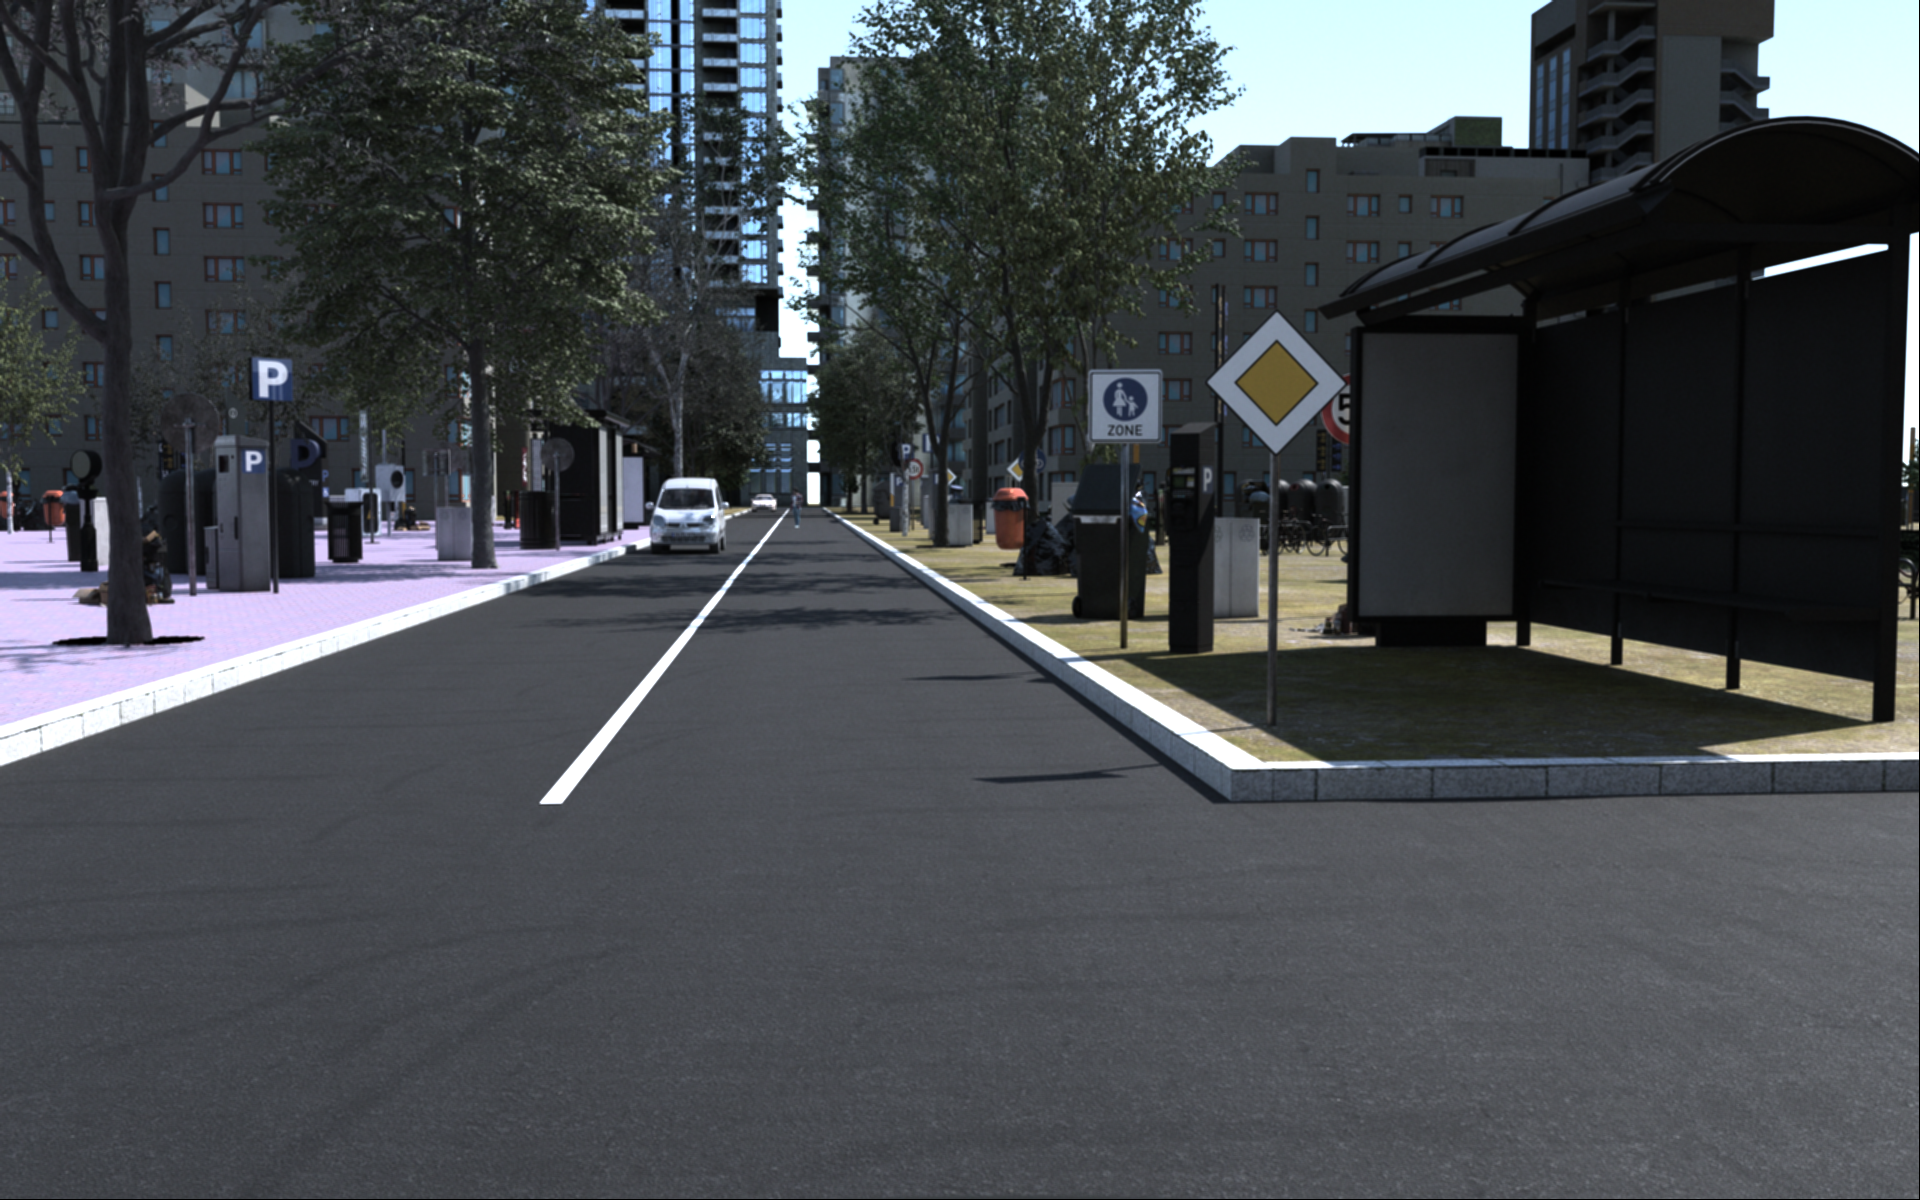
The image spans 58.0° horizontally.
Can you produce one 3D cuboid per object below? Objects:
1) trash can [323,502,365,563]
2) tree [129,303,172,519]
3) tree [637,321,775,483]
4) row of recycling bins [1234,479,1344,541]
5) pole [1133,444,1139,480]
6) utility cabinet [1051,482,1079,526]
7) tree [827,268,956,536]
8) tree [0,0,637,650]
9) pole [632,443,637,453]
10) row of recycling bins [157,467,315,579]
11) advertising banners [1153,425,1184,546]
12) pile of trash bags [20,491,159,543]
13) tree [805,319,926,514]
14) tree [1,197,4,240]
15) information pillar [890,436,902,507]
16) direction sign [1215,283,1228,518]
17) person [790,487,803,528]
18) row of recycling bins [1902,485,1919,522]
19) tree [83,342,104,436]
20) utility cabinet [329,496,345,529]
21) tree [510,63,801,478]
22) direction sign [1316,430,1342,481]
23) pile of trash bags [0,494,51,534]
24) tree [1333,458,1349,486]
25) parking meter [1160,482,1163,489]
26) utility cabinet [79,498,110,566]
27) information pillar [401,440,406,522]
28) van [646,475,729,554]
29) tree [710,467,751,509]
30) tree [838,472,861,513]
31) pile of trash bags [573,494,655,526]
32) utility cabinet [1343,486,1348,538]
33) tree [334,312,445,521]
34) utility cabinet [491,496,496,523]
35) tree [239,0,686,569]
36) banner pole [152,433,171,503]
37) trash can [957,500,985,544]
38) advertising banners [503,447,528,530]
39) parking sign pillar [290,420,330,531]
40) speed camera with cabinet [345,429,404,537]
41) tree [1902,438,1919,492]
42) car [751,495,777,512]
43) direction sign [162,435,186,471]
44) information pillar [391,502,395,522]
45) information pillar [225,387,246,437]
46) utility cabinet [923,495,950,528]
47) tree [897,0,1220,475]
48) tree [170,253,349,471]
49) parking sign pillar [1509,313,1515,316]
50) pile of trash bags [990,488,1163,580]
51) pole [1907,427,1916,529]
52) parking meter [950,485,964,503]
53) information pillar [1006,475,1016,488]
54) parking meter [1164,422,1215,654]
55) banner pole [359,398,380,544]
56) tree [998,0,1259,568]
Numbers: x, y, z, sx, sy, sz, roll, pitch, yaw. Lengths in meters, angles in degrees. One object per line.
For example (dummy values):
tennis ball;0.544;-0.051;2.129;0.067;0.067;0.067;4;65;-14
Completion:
trash can;-11.496;-1.267;32.369;0.748;1.137;0.748;0;3;0
tree;-27.975;-6.939;63.819;4.360;8.622;3.978;0;3;0
tree;-16.110;-11.721;108.646;9.611;12.733;9.660;0;3;0
row of recycling bins;9.272;-2.553;48.850;3.534;1.692;1.069;3;5;44
pole;5.471;-3.669;53.837;0.158;3.312;0.155;0;3;0
utility cabinet;2.213;-1.444;32.287;0.318;1.500;1.173;-3;4;-39
tree;-1.777;-6.261;52.722;4.360;8.622;3.978;0;3;0
tree;-7.272;-6.363;14.409;12.009;13.543;11.850;0;3;0
pole;-12.780;-4.539;68.054;0.158;3.312;0.155;0;3;0
row of recycling bins;-11.477;-1.238;27.350;3.534;1.692;1.069;2;4;35
advertising banners;5.356;-2.893;43.489;0.090;3.025;2.074;2;4;33
pile of trash bags;-22.590;-2.212;45.922;3.447;1.369;1.912;0;4;-1
tree;-6.097;-11.856;111.972;7.486;12.596;7.792;0;3;0
tree;-23.319;-5.458;39.601;4.737;8.622;4.395;0;3;0
information pillar;-2.470;-4.660;67.549;0.504;3.616;0.183;-1;4;-17
direction sign;2.878;-1.659;19.123;0.379;3.537;0.876;1;4;15
person;-6.963;-3.948;73.893;0.563;1.720;0.643;2;4;29
row of recycling bins;43.997;-4.432;79.574;1.069;1.692;3.534;0;4;-4
tree;-36.800;-7.773;77.450;4.360;8.622;3.978;0;3;0
utility cabinet;-23.143;-3.267;64.571;1.020;1.237;0.306;2;4;26
tree;-13.647;-13.517;76.897;12.611;20.169;13.585;0;3;0
direction sign;12.944;-4.209;60.817;0.876;3.537;0.379;0;4;-1
pile of trash bags;-32.837;-3.097;60.392;1.912;1.369;3.447;-1;4;-16
tree;18.120;-5.172;79.163;1.663;3.219;1.824;0;3;0
parking meter;9.456;-4.574;80.496;0.255;1.863;0.399;2;4;31
utility cabinet;-15.392;-1.228;31.234;0.306;1.237;1.020;1;4;10
information pillar;-24.211;-5.137;75.338;0.183;3.616;0.504;-2;4;-26
van;-6.716;-2.196;42.919;2.013;2.044;4.112;0;4;-5
tree;-19.525;-9.974;146.784;4.285;4.588;4.351;0;3;0
tree;-7.419;-7.683;120.223;1.663;3.219;1.824;0;3;0
pile of trash bags;-13.950;-3.655;69.517;3.447;1.369;1.912;-3;4;-36
utility cabinet;11.489;-2.515;49.793;1.173;1.500;0.318;0;4;5
tree;-22.850;-7.270;69.235;4.737;8.622;4.395;0;3;0
utility cabinet;-21.092;-4.073;77.749;0.306;1.237;1.020;0;4;-3
tree;-8.335;-6.791;29.165;7.486;12.596;7.792;0;3;0
banner pole;-32.599;-4.933;70.676;0.863;3.779;0.401;-2;4;-32
trash can;0.279;-2.013;44.568;0.748;1.137;0.748;0;3;0
advertising banners;-16.265;-4.117;63.499;0.090;3.025;2.074;1;4;11
parking sign pillar;-22.865;-4.429;60.879;1.447;3.967;1.447;1;4;16
speed camera with cabinet;-17.640;-3.540;52.218;0.660;3.252;2.038;1;4;21
tree;28.555;-3.478;51.461;1.663;3.219;1.824;0;3;0
car;-15.854;-7.813;140.101;2.083;1.381;4.827;0;4;-3
direction sign;-26.195;-4.035;57.973;0.876;3.537;0.379;-1;4;-21
information pillar;-26.435;-4.646;80.447;0.304;2.012;0.304;-3;5;-41
information pillar;-15.959;-2.864;38.189;0.183;3.616;0.504;2;4;25
utility cabinet;-0.882;-3.260;64.459;1.020;1.237;0.306;3;4;36
tree;1.470;-4.383;22.029;4.737;8.622;4.395;0;3;0
tree;-21.249;-6.322;53.732;4.360;8.622;3.978;0;3;0
parking sign pillar;7.760;-2.318;26.365;1.447;3.967;1.447;2;4;29
pile of trash bags;1.631;-1.060;27.082;1.912;1.369;3.447;3;4;37
pole;28.897;-3.595;52.615;0.158;3.312;0.155;0;3;0
parking meter;-0.086;-2.417;47.921;0.372;1.533;0.369;0;3;0
information pillar;1.992;-3.851;67.456;0.304;2.012;0.304;-3;5;-39
parking meter;1.876;-0.508;14.015;0.255;1.863;0.399;2;4;32
banner pole;-15.438;-3.368;45.091;0.401;3.779;0.863;-3;5;-43
tree;1.340;-6.405;30.482;9.928;11.665;9.643;0;3;0
